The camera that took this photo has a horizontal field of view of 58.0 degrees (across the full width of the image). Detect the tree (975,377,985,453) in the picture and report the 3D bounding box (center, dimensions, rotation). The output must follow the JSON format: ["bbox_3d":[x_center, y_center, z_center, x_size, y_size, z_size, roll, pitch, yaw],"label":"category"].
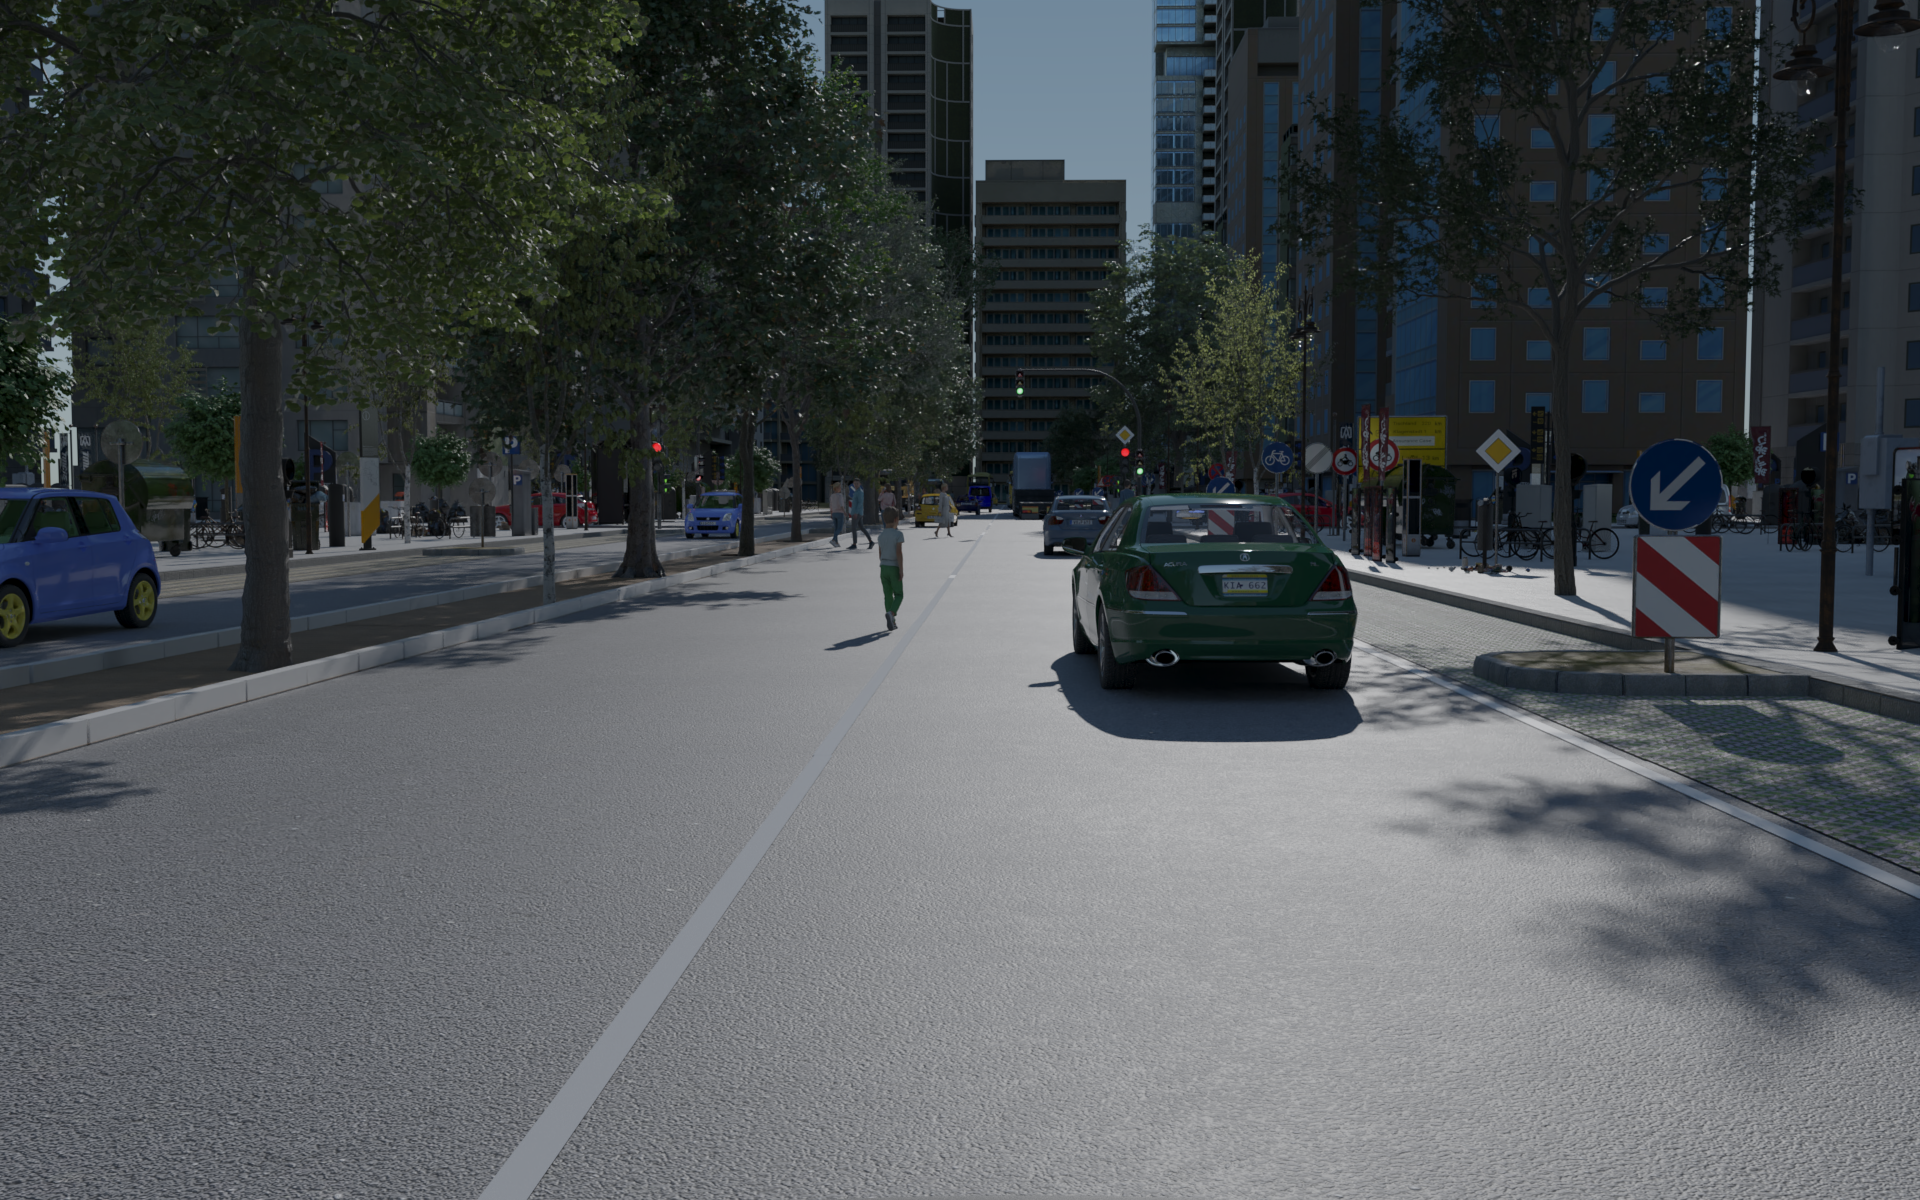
[{"bbox_3d":[-2.603,-13.254,125.822,9.857,13.997,8.962,0,3,0],"label":"tree"}]

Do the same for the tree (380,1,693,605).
[{"bbox_3d":[-5.249,-4.218,21.790,4.737,8.622,4.395,0,3,0],"label":"tree"}]

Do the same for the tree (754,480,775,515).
[{"bbox_3d":[-12.687,-7.004,109.124,1.663,3.219,1.824,0,3,0],"label":"tree"}]

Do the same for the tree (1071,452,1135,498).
[{"bbox_3d":[11.312,-8.845,128.322,4.285,4.588,4.351,0,3,0],"label":"tree"}]

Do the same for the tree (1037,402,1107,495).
[{"bbox_3d":[13.893,-18.240,215.232,9.611,12.733,9.660,0,3,0],"label":"tree"}]

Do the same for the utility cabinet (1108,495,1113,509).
[{"bbox_3d":[11.326,-7.496,133.721,1.020,1.237,0.306,1,4,14],"label":"utility cabinet"}]

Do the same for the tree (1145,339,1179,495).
[{"bbox_3d":[8.782,-6.554,57.514,4.360,8.622,3.978,0,3,0],"label":"tree"}]

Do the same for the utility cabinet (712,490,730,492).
[{"bbox_3d":[-13.256,-5.302,95.371,0.318,1.500,1.173,2,4,26],"label":"utility cabinet"}]

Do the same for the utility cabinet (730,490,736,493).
[{"bbox_3d":[-13.007,-5.393,96.855,0.318,1.500,1.173,-3,5,-41],"label":"utility cabinet"}]

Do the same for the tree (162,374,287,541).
[{"bbox_3d":[-20.129,-3.904,47.539,4.285,4.588,4.351,0,3,0],"label":"tree"}]

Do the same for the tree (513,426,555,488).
[{"bbox_3d":[-25.223,-9.428,104.516,4.360,8.622,3.978,0,3,0],"label":"tree"}]

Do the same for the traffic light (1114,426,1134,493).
[{"bbox_3d":[6.726,-5.017,70.950,0.839,4.253,0.868,0,4,2],"label":"traffic light"}]

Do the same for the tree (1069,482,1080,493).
[{"bbox_3d":[13.239,-12.492,198.851,1.663,3.219,1.824,0,3,0],"label":"tree"}]

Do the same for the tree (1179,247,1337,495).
[{"bbox_3d":[8.899,-6.180,51.398,4.360,8.622,3.978,0,3,0],"label":"tree"}]

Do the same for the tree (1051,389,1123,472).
[{"bbox_3d":[12.187,-13.432,154.023,8.767,10.594,7.601,-1,4,-19],"label":"tree"}]

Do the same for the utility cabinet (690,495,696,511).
[{"bbox_3d":[-12.560,-4.424,83.490,0.306,1.237,1.020,2,4,35],"label":"utility cabinet"}]

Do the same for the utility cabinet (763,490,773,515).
[{"bbox_3d":[-11.670,-5.900,105.143,0.318,1.500,1.173,1,4,9],"label":"utility cabinet"}]

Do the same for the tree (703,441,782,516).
[{"bbox_3d":[-12.122,-7.203,101.478,4.285,4.588,4.351,0,3,0],"label":"tree"}]

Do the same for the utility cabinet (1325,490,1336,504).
[{"bbox_3d":[22.676,-5.874,104.718,1.173,1.500,0.318,2,4,31],"label":"utility cabinet"}]

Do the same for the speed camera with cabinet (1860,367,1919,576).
[{"bbox_3d":[14.562,-1.958,26.347,0.660,3.252,2.038,0,4,-5],"label":"speed camera with cabinet"}]

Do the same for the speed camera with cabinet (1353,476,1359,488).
[{"bbox_3d":[19.361,-5.295,80.902,0.660,3.252,2.038,-3,5,-41],"label":"speed camera with cabinet"}]

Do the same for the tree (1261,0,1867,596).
[{"bbox_3d":[7.346,-5.339,21.706,7.601,10.594,8.767,0,4,0],"label":"tree"}]

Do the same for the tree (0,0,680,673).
[{"bbox_3d":[-5.721,-5.719,14.090,7.486,12.596,7.792,0,3,0],"label":"tree"}]

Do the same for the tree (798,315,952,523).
[{"bbox_3d":[-4.257,-10.066,85.171,7.486,12.596,7.792,0,3,0],"label":"tree"}]

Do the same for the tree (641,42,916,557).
[{"bbox_3d":[-4.801,-6.800,39.388,9.928,11.665,9.643,0,3,0],"label":"tree"}]

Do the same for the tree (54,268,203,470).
[{"bbox_3d":[-24.218,-6.154,50.979,4.737,8.622,4.395,0,3,0],"label":"tree"}]

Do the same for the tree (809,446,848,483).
[{"bbox_3d":[-10.412,-13.689,158.221,7.601,10.594,8.767,0,4,4],"label":"tree"}]

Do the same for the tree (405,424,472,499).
[{"bbox_3d":[-24.468,-5.982,81.525,4.285,4.588,4.351,0,3,0],"label":"tree"}]

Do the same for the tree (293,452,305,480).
[{"bbox_3d":[-30.328,-5.234,80.175,1.663,3.219,1.824,0,3,0],"label":"tree"}]

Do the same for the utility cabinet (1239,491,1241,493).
[{"bbox_3d":[16.085,-5.629,100.715,0.318,1.500,1.173,1,4,20],"label":"utility cabinet"}]

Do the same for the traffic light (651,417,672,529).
[{"bbox_3d":[-11.019,-4.560,63.479,0.839,4.253,0.868,0,4,2],"label":"traffic light"}]

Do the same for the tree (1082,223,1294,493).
[{"bbox_3d":[10.475,-10.703,81.643,9.857,13.997,8.962,0,3,0],"label":"tree"}]

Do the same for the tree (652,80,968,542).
[{"bbox_3d":[-4.850,-8.455,51.062,12.009,13.543,11.850,0,3,0],"label":"tree"}]

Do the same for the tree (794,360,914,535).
[{"bbox_3d":[-4.031,-6.563,60.131,4.737,8.622,4.395,0,3,0],"label":"tree"}]

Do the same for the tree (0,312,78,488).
[{"bbox_3d":[-15.281,-2.617,26.499,4.285,4.588,4.351,0,3,0],"label":"tree"}]

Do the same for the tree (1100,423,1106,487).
[{"bbox_3d":[10.162,-9.412,104.242,4.360,8.622,3.978,0,3,0],"label":"tree"}]

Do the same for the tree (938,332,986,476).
[{"bbox_3d":[-3.412,-10.728,94.864,9.611,12.733,9.660,0,3,0],"label":"tree"}]

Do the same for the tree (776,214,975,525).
[{"bbox_3d":[-4.060,-10.229,76.363,9.857,13.997,8.962,0,3,0],"label":"tree"}]

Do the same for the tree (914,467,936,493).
[{"bbox_3d":[-3.049,-9.261,104.231,4.737,8.622,4.395,0,3,0],"label":"tree"}]

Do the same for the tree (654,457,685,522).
[{"bbox_3d":[-13.665,-5.187,79.401,1.663,3.219,1.824,0,3,0],"label":"tree"}]

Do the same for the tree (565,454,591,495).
[{"bbox_3d":[-18.373,-5.429,83.359,1.663,3.219,1.824,0,3,0],"label":"tree"}]

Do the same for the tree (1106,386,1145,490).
[{"bbox_3d":[10.018,-8.648,91.755,4.360,8.622,3.978,0,3,0],"label":"tree"}]

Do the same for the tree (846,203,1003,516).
[{"bbox_3d":[-4.003,-15.555,112.669,12.611,20.169,13.585,0,3,0],"label":"tree"}]

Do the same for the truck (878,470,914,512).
[{"bbox_3d":[-5.132,-8.812,140.003,3.469,3.379,9.791,0,4,1],"label":"truck"}]

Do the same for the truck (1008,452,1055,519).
[{"bbox_3d":[4.628,-7.084,105.587,2.967,4.110,18.799,0,4,0],"label":"truck"}]

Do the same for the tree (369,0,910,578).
[{"bbox_3d":[-5.469,-6.731,29.520,9.611,12.733,9.660,0,3,0],"label":"tree"}]

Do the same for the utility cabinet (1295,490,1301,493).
[{"bbox_3d":[18.267,-5.158,93.016,0.318,1.500,1.173,2,4,24],"label":"utility cabinet"}]

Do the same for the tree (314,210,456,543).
[{"bbox_3d":[-14.503,-5.789,45.018,4.360,8.622,3.978,0,3,0],"label":"tree"}]

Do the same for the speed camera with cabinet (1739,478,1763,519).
[{"bbox_3d":[41.427,-5.854,90.056,0.660,3.252,2.038,-1,4,-14],"label":"speed camera with cabinet"}]

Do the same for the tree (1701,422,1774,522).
[{"bbox_3d":[34.983,-5.810,78.708,4.285,4.588,4.351,0,3,0],"label":"tree"}]

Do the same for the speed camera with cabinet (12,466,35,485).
[{"bbox_3d":[-39.629,-4.886,74.218,0.660,3.252,2.038,1,4,11],"label":"speed camera with cabinet"}]

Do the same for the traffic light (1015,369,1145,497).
[{"bbox_3d":[4.391,-5.396,62.890,4.771,5.953,1.251,0,4,2],"label":"traffic light"}]

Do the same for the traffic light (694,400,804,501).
[{"bbox_3d":[-8.684,-5.918,71.433,4.771,5.953,1.251,0,4,2],"label":"traffic light"}]

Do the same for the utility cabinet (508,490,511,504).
[{"bbox_3d":[-25.956,-5.692,101.745,0.318,1.500,1.173,3,5,40],"label":"utility cabinet"}]
